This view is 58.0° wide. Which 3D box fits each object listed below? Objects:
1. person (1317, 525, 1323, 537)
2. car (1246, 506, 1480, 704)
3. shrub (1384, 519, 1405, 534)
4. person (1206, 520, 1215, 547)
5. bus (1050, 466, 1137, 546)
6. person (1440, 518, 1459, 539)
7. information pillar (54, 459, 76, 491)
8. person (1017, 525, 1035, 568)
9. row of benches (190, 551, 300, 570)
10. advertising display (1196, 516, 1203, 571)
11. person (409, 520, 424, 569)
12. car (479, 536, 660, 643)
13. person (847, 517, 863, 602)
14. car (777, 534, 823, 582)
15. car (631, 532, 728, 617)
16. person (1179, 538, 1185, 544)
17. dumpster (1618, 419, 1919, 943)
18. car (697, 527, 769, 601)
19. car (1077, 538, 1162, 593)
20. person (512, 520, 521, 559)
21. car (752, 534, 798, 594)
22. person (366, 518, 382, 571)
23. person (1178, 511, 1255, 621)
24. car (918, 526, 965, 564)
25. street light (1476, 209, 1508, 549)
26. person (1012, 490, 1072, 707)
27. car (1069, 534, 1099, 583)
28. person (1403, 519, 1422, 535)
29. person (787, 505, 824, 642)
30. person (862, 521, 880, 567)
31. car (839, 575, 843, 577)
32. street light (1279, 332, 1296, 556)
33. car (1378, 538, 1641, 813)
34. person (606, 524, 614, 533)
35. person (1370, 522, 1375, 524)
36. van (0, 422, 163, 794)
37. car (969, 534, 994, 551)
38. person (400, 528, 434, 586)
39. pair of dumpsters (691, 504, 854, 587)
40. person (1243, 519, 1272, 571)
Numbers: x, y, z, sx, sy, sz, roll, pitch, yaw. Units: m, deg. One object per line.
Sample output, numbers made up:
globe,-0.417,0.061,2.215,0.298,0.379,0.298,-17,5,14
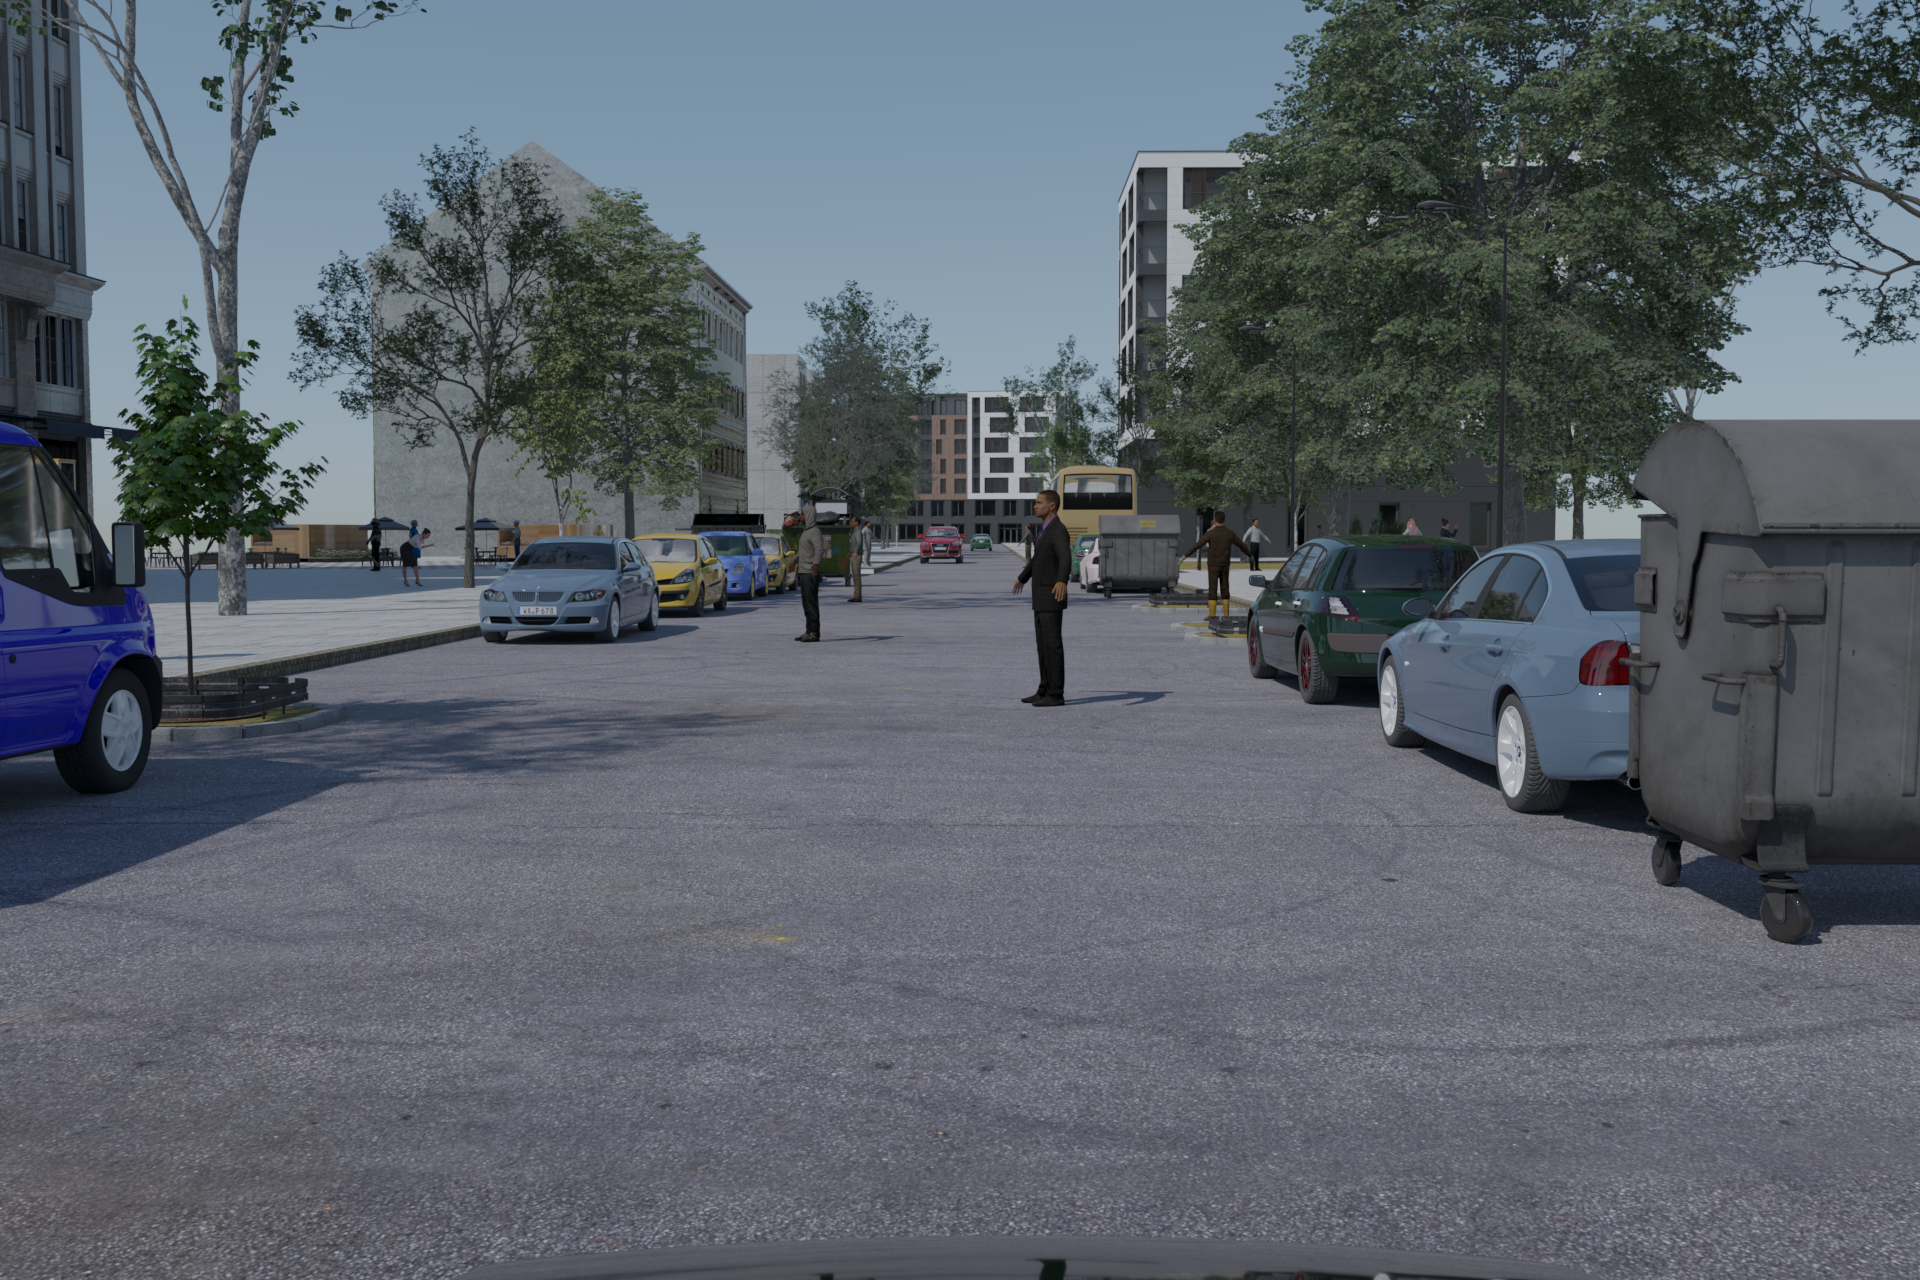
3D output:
person,17.339,-4.663,83.047,0.721,1.733,1.217,0,4,1
car,3.755,-0.379,15.983,2.009,1.686,4.222,0,3,0
shrub,20.297,-4.667,80.730,1.690,2.028,1.600,0,3,0
person,8.940,-3.273,60.081,0.750,1.759,0.617,-1,4,-8
bus,4.540,-4.270,61.356,2.896,3.916,12.252,0,4,1
person,13.739,-2.549,48.517,0.445,1.727,0.742,-3,4,-37
information pillar,-8.923,-0.770,17.085,0.304,2.012,0.304,0,4,2
person,2.840,-3.912,72.690,0.705,1.796,1.348,2,4,32
row of benches,-26.273,-2.939,63.514,1.422,0.672,4.104,3,4,39
advertising display,8.411,-3.407,60.912,0.123,1.923,0.974,0,4,1
person,-20.160,-3.547,64.126,0.704,1.817,1.347,0,4,1
car,-5.396,-0.759,24.417,2.014,1.417,4.499,0,4,1
person,-2.209,-1.698,36.490,0.705,1.796,1.348,-1,4,-9
car,-4.955,-2.472,50.198,2.009,1.686,4.222,0,4,1
car,-5.277,-1.281,31.164,2.015,1.641,3.980,0,4,1
person,11.400,-5.043,91.717,0.991,1.433,0.599,1,4,9
dumpster,3.593,0.103,6.532,1.865,1.857,1.264,0,4,0
car,-5.268,-1.764,38.427,1.945,1.707,3.694,0,4,1
car,4.019,-1.908,43.563,2.083,1.381,4.827,0,4,1
person,-17.649,-3.856,68.895,0.705,1.847,1.347,0,4,-8
car,-4.992,-1.975,42.508,2.015,1.641,3.980,0,4,1
person,-20.248,-3.306,59.914,0.704,1.845,1.351,-2,4,-34
person,4.254,-1.219,28.523,1.346,1.812,0.704,-1,4,-12
car,-0.882,-4.679,85.181,2.281,1.827,5.304,0,4,1
street light,8.148,-3.164,24.273,1.470,5.913,1.316,0,4,1
person,0.718,-0.357,14.511,0.704,1.802,1.346,-1,4,-14
car,4.155,-2.491,52.528,2.131,1.459,4.920,0,3,0
person,15.583,-3.284,59.840,1.347,1.811,0.704,-2,4,-28
person,-2.026,-0.885,23.048,0.705,1.813,1.348,-1,4,-20
person,-3.629,-3.807,68.433,0.705,1.806,1.347,2,4,30
car,-4.632,-3.057,58.786,1.959,1.807,4.718,0,4,1
street light,8.014,-4.054,38.823,1.470,5.913,1.316,0,4,1
car,3.728,0.111,10.183,2.014,1.417,4.499,0,4,1
person,-19.278,-5.448,94.859,0.705,1.856,1.354,1,4,11
person,17.308,-4.061,72.340,0.705,1.837,1.347,0,4,5
van,-5.594,-0.213,7.862,2.240,2.365,5.245,0,4,0
car,1.782,-8.189,145.691,2.131,1.459,4.920,0,4,0
person,-13.305,-2.032,42.447,0.799,1.438,0.628,-1,4,-21
pair of dumpsters,-5.081,-2.587,47.242,4.436,2.255,1.574,0,4,1
person,10.247,-3.296,60.043,1.344,1.810,0.704,-2,4,-34
